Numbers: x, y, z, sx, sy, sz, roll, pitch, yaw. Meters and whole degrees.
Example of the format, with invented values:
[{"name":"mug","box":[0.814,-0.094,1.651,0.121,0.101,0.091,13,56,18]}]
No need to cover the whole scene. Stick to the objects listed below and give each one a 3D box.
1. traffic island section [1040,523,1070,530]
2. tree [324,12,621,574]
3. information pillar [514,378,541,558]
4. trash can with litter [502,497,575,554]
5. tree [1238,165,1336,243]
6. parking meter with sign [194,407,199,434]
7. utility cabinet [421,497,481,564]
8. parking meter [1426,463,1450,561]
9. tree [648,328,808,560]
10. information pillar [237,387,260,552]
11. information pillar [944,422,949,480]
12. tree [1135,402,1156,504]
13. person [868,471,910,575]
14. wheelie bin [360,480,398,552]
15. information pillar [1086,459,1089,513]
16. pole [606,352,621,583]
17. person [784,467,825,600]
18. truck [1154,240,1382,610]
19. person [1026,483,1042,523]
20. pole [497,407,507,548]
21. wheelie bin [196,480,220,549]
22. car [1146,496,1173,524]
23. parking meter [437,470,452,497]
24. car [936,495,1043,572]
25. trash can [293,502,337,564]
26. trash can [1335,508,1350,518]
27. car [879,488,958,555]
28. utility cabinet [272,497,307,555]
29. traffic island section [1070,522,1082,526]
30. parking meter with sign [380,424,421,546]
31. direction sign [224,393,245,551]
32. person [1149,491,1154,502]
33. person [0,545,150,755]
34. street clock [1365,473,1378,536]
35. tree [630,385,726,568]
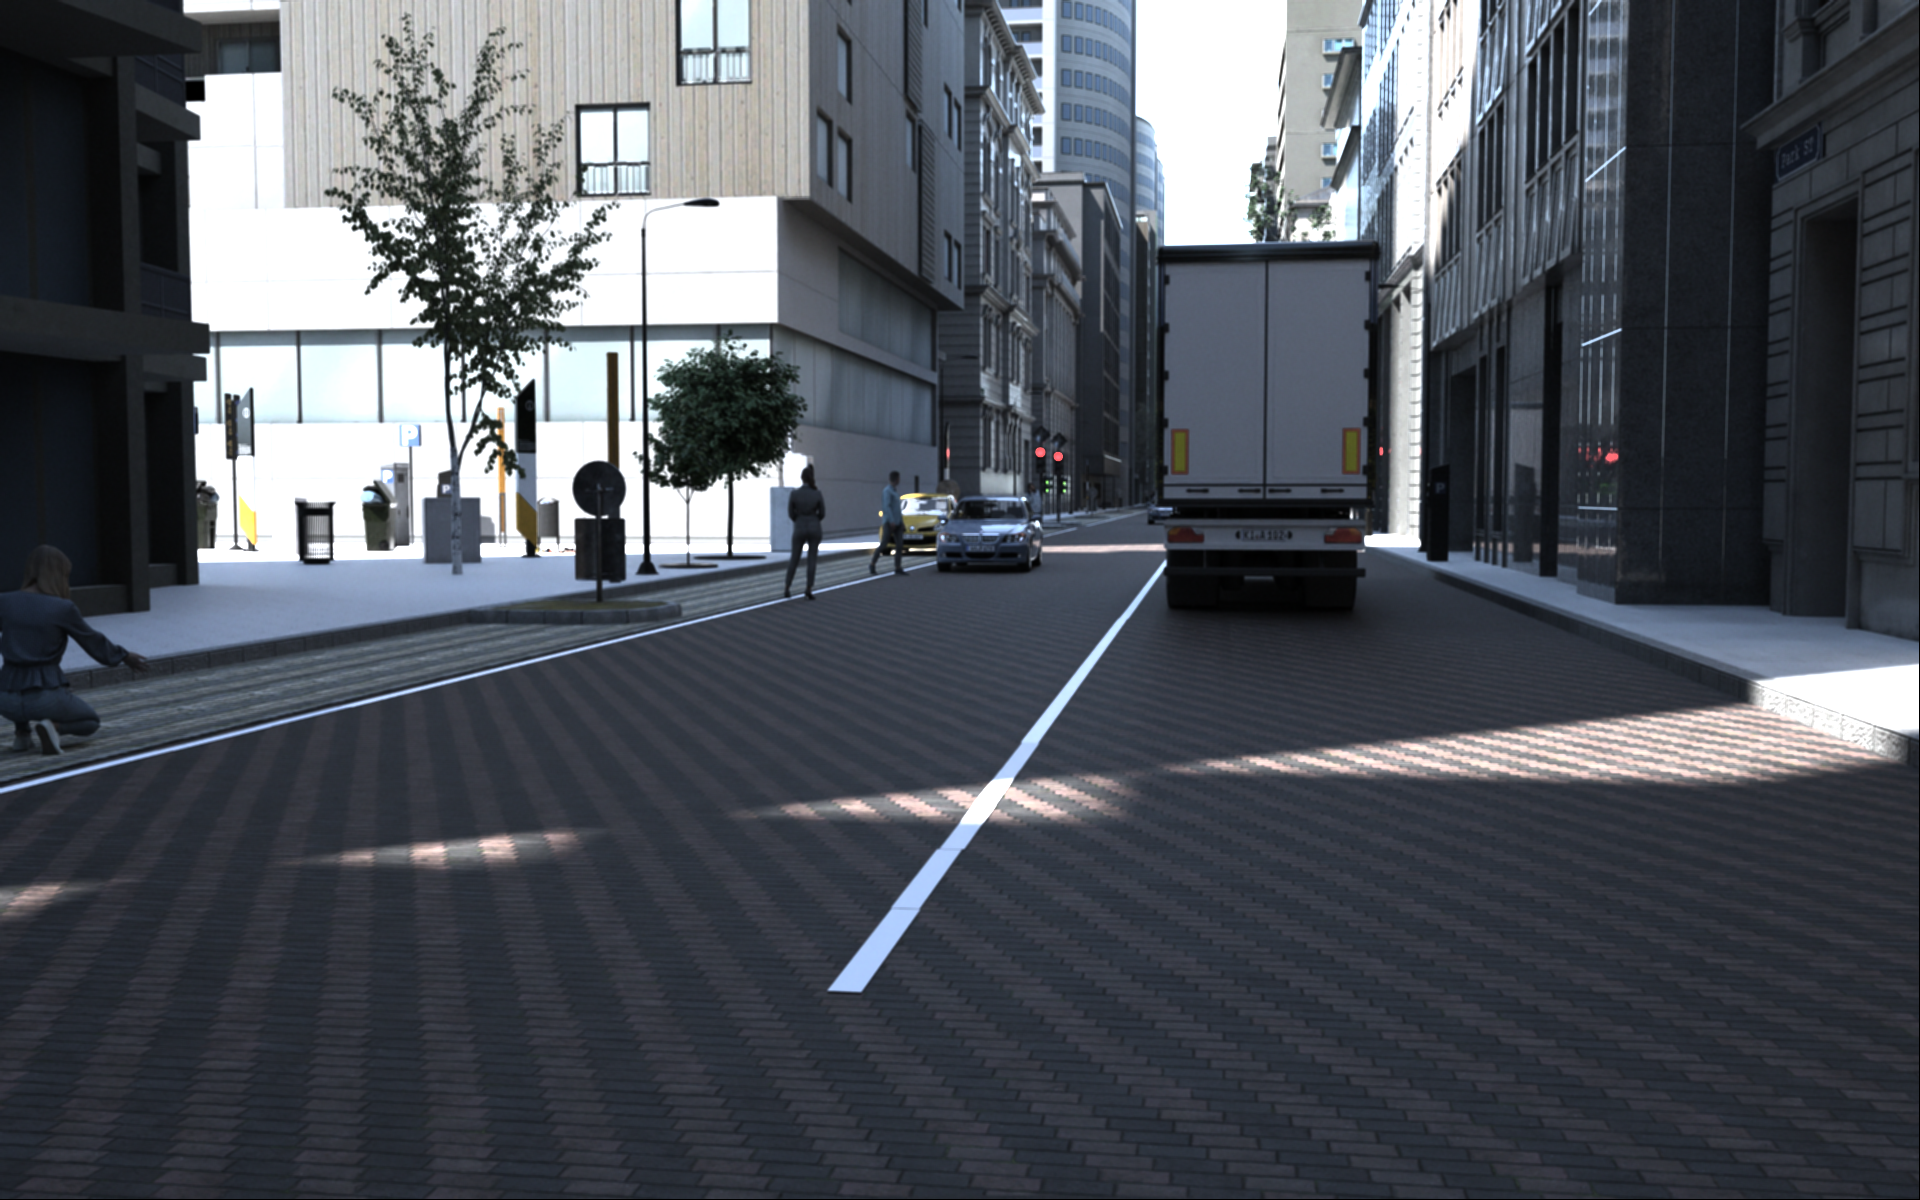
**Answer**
[{"name":"traffic island section","box":[3.294,-2.976,70.945,2.009,0.180,2.903,1,4,8]},{"name":"tree","box":[-7.806,-4.714,27.438,4.737,8.622,4.395,0,3,0]},{"name":"information pillar","box":[-8.760,-2.669,34.998,0.183,3.616,0.504,3,4,36]},{"name":"trash can with litter","box":[-8.666,-1.620,37.550,2.233,1.210,1.678,1,4,23]},{"name":"tree","box":[19.350,-14.988,100.937,12.611,20.169,13.585,0,3,0]},{"name":"parking meter with sign","box":[-15.733,-2.302,33.895,0.543,3.016,1.738,1,4,19]},{"name":"utility cabinet","box":[-9.479,-1.291,32.277,1.020,1.237,0.306,-2,4,-30]},{"name":"parking meter","box":[9.117,-1.674,33.084,0.399,1.863,0.255,0,4,0]},{"name":"tree","box":[-4.647,-3.097,34.352,4.285,4.588,4.351,0,3,0]},{"name":"information pillar","box":[-15.743,-2.868,38.252,0.504,3.616,0.183,2,4,31]},{"name":"information pillar","box":[-0.426,-3.957,56.052,0.183,3.616,0.504,0,4,7]},{"name":"tree","box":[23.557,-19.439,228.197,12.009,13.543,11.850,0,3,0]},{"name":"person","box":[-1.242,-1.364,30.660,0.748,1.841,0.638,2,4,30]},{"name":"wheelie bin","box":[-12.999,-1.884,38.716,0.693,1.594,0.980,0,4,-3]},{"name":"information pillar","box":[8.569,-7.660,116.595,0.183,3.616,0.504,0,4,0]},{"name":"pole","box":[-5.013,-1.908,25.047,0.158,3.312,0.155,0,3,0]},{"name":"person","box":[-2.120,-0.907,23.610,0.520,1.790,0.573,-1,4,-17]},{"name":"truck","box":[4.275,-2.198,24.850,2.839,4.237,11.283,1,4,9]},{"name":"person","box":[2.389,-2.879,55.835,0.793,1.790,0.793,2,4,23]},{"name":"pole","box":[-10.824,-2.878,40.898,0.158,3.312,0.155,0,3,0]},{"name":"wheelie bin","box":[-17.653,-1.980,40.286,0.693,1.594,0.980,0,4,1]},{"name":"car","box":[10.005,-4.385,83.701,2.014,1.417,4.499,1,4,8]},{"name":"parking meter","box":[-11.989,-2.122,40.409,0.399,1.863,0.255,-1,4,-14]},{"name":"car","box":[0.625,-1.317,33.530,2.014,1.417,4.499,0,4,7]},{"name":"trash can","box":[-11.820,-1.231,31.783,0.748,1.137,0.748,0,3,0]},{"name":"trash can","box":[14.577,-3.327,66.043,0.748,1.137,0.748,0,3,0]},{"name":"car","box":[-0.838,-1.917,41.573,2.015,1.641,3.980,0,4,8]},{"name":"utility cabinet","box":[-14.228,-1.568,36.806,1.020,1.237,0.306,3,5,43]},{"name":"traffic island section","box":[4.466,-3.460,78.844,2.009,0.180,2.903,1,4,8]},{"name":"parking meter with sign","box":[-13.944,-2.837,42.646,0.543,3.016,1.738,1,4,12]},{"name":"direction sign","box":[-16.477,-2.894,39.315,0.379,3.537,0.876,0,4,-3]},{"name":"person","box":[21.525,-11.341,194.375,0.568,1.767,0.683,1,4,17]},{"name":"person","box":[-5.195,0.264,9.682,1.012,1.151,0.738,0,4,-4]},{"name":"street clock","box":[12.390,-2.930,52.483,0.471,2.002,0.358,-1,4,-16]},{"name":"tree","box":[-4.699,-2.190,30.415,1.663,3.219,1.824,0,3,0]}]
